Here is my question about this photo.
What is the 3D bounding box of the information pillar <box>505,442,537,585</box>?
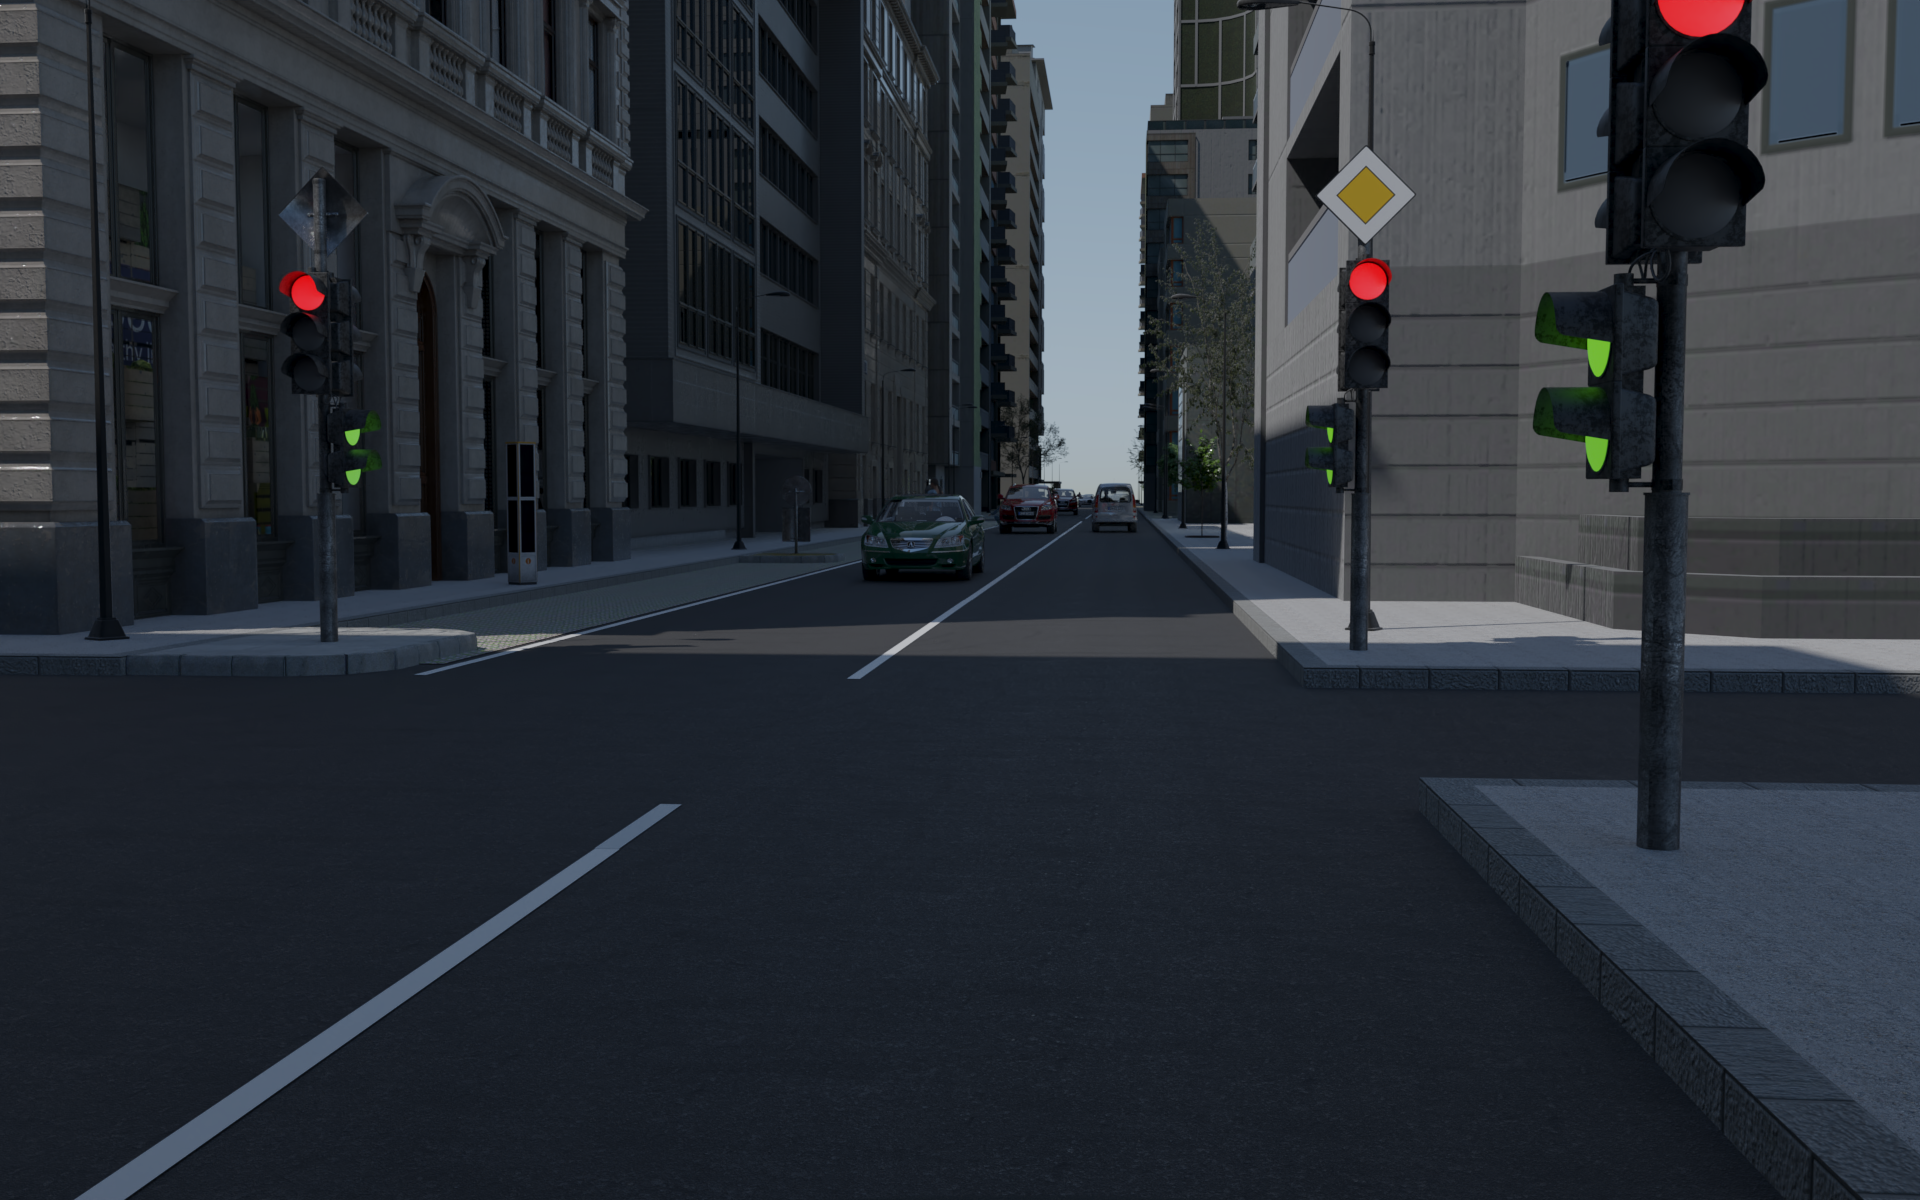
[{"bbox_3d":[-6.195,-1.222,24.475,0.304,2.012,0.304,3,5,41],"label":"information pillar"}]

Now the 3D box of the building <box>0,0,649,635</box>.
[{"bbox_3d":[-12.099,-11.974,24.652,11.050,23.489,19.941,0,4,5],"label":"building"}]

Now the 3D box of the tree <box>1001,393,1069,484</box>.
[{"bbox_3d":[5.990,-13.736,158.989,8.767,10.594,7.601,1,4,9],"label":"tree"}]

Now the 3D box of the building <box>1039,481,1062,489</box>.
[{"bbox_3d":[-2.393,-33.264,235.740,32.217,40.220,23.993,0,4,5],"label":"building"}]

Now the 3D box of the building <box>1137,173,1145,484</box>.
[{"bbox_3d":[34.920,-35.245,230.882,22.147,44.769,28.867,0,4,5],"label":"building"}]

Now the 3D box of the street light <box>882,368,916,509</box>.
[{"bbox_3d":[-2.317,-5.604,64.164,1.470,5.913,1.316,0,4,5],"label":"street light"}]

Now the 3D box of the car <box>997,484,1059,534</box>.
[{"bbox_3d":[2.567,-3.405,64.347,2.281,1.827,5.304,0,4,5],"label":"car"}]

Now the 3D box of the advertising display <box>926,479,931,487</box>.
[{"bbox_3d":[-1.374,-4.333,76.065,0.123,1.923,0.974,0,4,4],"label":"advertising display"}]

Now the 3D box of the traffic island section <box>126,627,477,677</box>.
[{"bbox_3d":[-5.503,0.441,15.069,2.009,0.180,2.903,0,4,5],"label":"traffic island section"}]

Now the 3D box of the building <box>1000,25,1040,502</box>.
[{"bbox_3d":[-2.694,-34.313,184.719,21.300,48.544,21.600,0,4,5],"label":"building"}]

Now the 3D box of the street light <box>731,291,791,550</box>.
[{"bbox_3d":[-4.572,-4.116,39.833,1.470,5.913,1.316,0,4,5],"label":"street light"}]

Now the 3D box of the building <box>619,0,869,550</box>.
[{"bbox_3d":[-11.783,-14.127,50.051,14.314,24.678,30.058,0,4,5],"label":"building"}]

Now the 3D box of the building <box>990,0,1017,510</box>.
[{"bbox_3d":[-6.856,-29.732,140.746,22.147,44.769,28.867,0,4,5],"label":"building"}]

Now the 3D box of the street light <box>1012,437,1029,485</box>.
[{"bbox_3d":[4.788,-10.285,140.698,1.470,5.913,1.316,0,4,5],"label":"street light"}]

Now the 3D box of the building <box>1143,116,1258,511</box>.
[{"bbox_3d":[21.585,-22.315,136.558,14.160,30.474,14.107,0,4,5],"label":"building"}]

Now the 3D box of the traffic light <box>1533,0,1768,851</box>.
[{"bbox_3d":[2.520,-1.056,6.186,0.839,4.253,0.868,0,4,5],"label":"traffic light"}]

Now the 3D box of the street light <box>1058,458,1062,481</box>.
[{"bbox_3d":[12.381,-15.283,222.418,1.470,5.913,1.316,0,4,5],"label":"street light"}]

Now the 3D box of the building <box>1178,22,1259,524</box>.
[{"bbox_3d":[20.452,-46.118,66.693,22.319,86.520,31.000,0,4,5],"label":"building"}]

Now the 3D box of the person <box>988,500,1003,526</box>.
[{"bbox_3d":[1.761,-3.949,78.559,1.012,1.151,0.738,-2,4,-27],"label":"person"}]

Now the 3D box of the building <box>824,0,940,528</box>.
[{"bbox_3d":[-8.349,-17.128,77.300,12.463,27.353,25.104,0,4,5],"label":"building"}]

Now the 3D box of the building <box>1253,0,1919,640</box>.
[{"bbox_3d":[18.951,-29.366,22.138,28.212,58.520,21.231,0,4,5],"label":"building"}]

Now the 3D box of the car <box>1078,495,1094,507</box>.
[{"bbox_3d":[14.294,-11.204,195.548,2.083,1.381,4.827,0,4,5],"label":"car"}]

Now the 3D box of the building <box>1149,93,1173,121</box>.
[{"bbox_3d":[33.019,-35.593,205.647,21.300,48.544,21.600,0,4,5],"label":"building"}]

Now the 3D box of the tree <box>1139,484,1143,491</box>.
[{"bbox_3d":[19.147,-11.103,176.138,1.663,3.219,1.824,0,3,0],"label":"tree"}]

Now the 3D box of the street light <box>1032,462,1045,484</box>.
[{"bbox_3d":[7.872,-12.329,174.123,1.470,5.913,1.316,0,4,5],"label":"street light"}]

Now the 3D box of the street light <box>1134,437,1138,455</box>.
[{"bbox_3d":[12.655,-8.814,116.650,1.470,5.913,1.316,0,4,5],"label":"street light"}]

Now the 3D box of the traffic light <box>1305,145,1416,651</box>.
[{"bbox_3d":[3.261,-1.542,14.136,0.839,4.253,0.868,0,4,5],"label":"traffic light"}]

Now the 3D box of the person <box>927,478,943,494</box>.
[{"bbox_3d":[-0.543,-1.936,40.240,0.616,1.811,0.778,-3,4,-38],"label":"person"}]

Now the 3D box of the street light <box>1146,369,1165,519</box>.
[{"bbox_3d":[7.770,-5.619,64.411,1.470,5.913,1.316,0,4,5],"label":"street light"}]

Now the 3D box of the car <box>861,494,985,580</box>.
[{"bbox_3d":[-0.586,-1.132,30.303,2.131,1.459,4.920,0,4,5],"label":"car"}]

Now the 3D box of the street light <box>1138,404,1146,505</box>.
[{"bbox_3d":[10.311,-7.293,91.784,1.470,5.913,1.316,0,4,5],"label":"street light"}]

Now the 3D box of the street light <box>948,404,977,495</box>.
[{"bbox_3d":[0.222,-7.278,91.540,1.470,5.913,1.316,0,4,5],"label":"street light"}]

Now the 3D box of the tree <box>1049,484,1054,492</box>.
[{"bbox_3d":[13.608,-15.582,249.369,1.663,3.219,1.824,0,3,0],"label":"tree"}]

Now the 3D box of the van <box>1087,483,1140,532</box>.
[{"bbox_3d":[5.878,-3.618,66.160,2.013,2.044,4.112,0,4,3],"label":"van"}]

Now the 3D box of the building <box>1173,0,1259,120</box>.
[{"bbox_3d":[27.061,-43.667,152.208,20.563,71.187,20.611,0,4,5],"label":"building"}]

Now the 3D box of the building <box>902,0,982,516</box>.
[{"bbox_3d":[-6.346,-25.293,97.128,14.154,41.232,14.086,0,4,5],"label":"building"}]

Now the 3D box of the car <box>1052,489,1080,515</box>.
[{"bbox_3d":[7.100,-6.752,119.070,2.281,1.827,5.304,0,4,4],"label":"car"}]

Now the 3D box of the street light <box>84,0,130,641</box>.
[{"bbox_3d":[-6.997,-2.601,15.065,1.470,5.913,1.316,0,4,5],"label":"street light"}]

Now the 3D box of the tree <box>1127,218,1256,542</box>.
[{"bbox_3d":[6.959,-5.840,45.851,4.360,8.622,3.978,0,3,0],"label":"tree"}]

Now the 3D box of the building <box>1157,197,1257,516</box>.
[{"bbox_3d":[27.246,-16.496,114.750,27.650,21.520,28.899,0,4,5],"label":"building"}]

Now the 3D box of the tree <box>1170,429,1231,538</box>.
[{"bbox_3d":[7.149,-3.459,51.161,1.663,3.219,1.824,0,3,0],"label":"tree"}]

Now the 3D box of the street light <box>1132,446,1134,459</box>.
[{"bbox_3d":[14.994,-10.310,141.113,1.470,5.913,1.316,0,4,5],"label":"street light"}]

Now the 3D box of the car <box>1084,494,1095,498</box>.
[{"bbox_3d":[16.702,-13.000,224.349,2.131,1.459,4.920,0,4,5],"label":"car"}]

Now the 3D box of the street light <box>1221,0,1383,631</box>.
[{"bbox_3d":[3.277,-2.673,16.243,1.470,5.913,1.316,0,4,5],"label":"street light"}]

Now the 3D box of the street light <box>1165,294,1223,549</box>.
[{"bbox_3d":[5.604,-4.145,40.320,1.470,5.913,1.316,0,4,5],"label":"street light"}]

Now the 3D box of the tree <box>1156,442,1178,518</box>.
[{"bbox_3d":[12.398,-6.820,95.214,4.285,4.588,4.351,0,3,0],"label":"tree"}]

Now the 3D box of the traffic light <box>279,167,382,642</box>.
[{"bbox_3d":[-5.464,-1.591,14.930,0.839,4.253,0.868,0,4,5],"label":"traffic light"}]

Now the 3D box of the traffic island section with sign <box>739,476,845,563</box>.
[{"bbox_3d":[-3.496,-1.711,36.598,1.989,1.847,2.006,0,4,5],"label":"traffic island section with sign"}]

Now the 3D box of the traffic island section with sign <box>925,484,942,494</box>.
[{"bbox_3d":[-0.955,-3.375,63.804,1.989,1.847,2.006,0,4,5],"label":"traffic island section with sign"}]

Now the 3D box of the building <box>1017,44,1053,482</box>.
[{"bbox_3d":[-3.635,-37.947,209.666,28.713,52.752,27.495,0,4,5],"label":"building"}]

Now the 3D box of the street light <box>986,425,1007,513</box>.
[{"bbox_3d":[2.472,-8.812,116.621,1.470,5.913,1.316,0,4,5],"label":"street light"}]

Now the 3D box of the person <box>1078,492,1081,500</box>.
[{"bbox_3d":[17.047,-14.528,246.697,0.551,1.740,0.621,-3,5,-42],"label":"person"}]

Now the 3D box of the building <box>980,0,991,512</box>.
[{"bbox_3d":[-9.374,-30.075,115.424,21.300,48.544,21.600,0,4,5],"label":"building"}]

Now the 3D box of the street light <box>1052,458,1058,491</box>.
[{"bbox_3d":[10.191,-13.810,198.329,1.470,5.913,1.316,0,4,5],"label":"street light"}]
